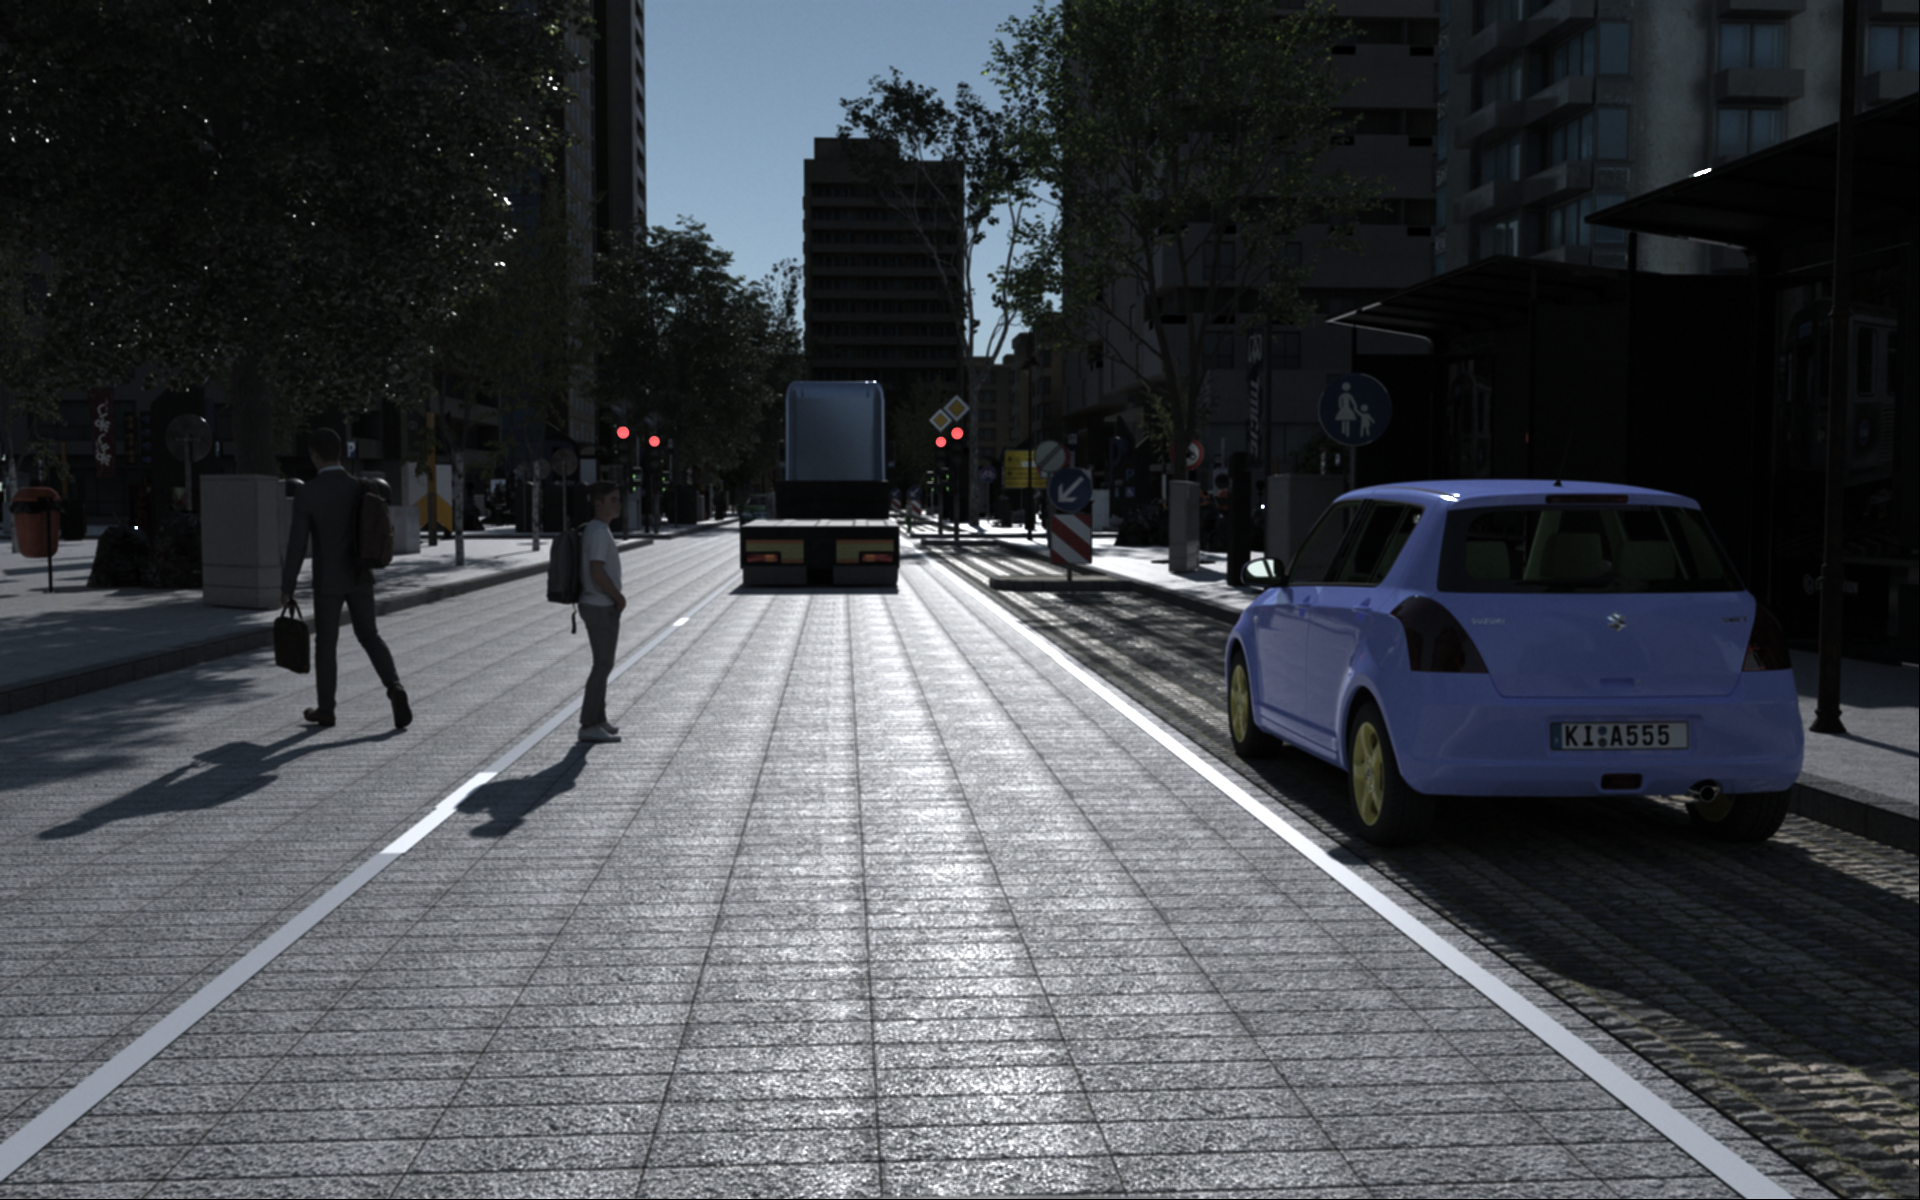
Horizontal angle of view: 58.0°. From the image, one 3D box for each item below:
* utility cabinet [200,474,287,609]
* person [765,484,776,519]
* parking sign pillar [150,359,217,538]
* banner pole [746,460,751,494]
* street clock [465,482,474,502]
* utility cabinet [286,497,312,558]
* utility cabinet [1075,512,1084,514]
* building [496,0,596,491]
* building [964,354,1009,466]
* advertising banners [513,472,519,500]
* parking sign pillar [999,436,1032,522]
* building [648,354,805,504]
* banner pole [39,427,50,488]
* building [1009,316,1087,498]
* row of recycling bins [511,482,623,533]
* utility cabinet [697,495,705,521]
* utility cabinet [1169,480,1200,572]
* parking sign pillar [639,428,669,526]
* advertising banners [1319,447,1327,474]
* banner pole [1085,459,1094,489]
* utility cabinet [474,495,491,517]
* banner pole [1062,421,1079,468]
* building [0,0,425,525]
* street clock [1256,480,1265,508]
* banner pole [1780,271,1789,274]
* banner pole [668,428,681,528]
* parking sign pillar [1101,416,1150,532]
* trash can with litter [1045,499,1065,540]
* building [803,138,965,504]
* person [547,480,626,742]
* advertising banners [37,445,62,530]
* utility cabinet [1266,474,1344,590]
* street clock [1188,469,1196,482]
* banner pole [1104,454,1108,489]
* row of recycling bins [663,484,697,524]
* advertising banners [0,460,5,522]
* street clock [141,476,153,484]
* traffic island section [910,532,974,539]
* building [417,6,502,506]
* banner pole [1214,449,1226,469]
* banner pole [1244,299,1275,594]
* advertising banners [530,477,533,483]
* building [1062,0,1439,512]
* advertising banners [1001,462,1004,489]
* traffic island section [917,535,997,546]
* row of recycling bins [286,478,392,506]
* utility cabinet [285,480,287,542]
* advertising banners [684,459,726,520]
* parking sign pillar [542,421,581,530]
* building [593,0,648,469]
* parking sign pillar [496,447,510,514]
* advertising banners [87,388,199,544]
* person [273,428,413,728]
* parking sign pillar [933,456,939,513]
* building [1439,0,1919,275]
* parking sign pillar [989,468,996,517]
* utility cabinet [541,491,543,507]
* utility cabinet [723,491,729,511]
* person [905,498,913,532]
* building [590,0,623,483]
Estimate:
[{"bbox_3d":[-8.099,-0.663,19.522,1.173,1.500,0.318,3,4,38],"label":"utility cabinet"},{"bbox_3d":[-7.066,-3.455,65.267,0.678,1.792,0.850,1,4,12],"label":"person"},{"bbox_3d":[-15.650,-2.842,34.934,1.447,3.967,1.447,1,4,21],"label":"parking sign pillar"},{"bbox_3d":[-16.317,-8.529,129.471,0.863,3.779,0.401,-3,4,-38],"label":"banner pole"},{"bbox_3d":[-29.485,-6.095,104.219,0.471,2.002,0.358,-3,4,-37],"label":"street clock"},{"bbox_3d":[-13.493,-1.437,34.658,1.020,1.237,0.306,-2,4,-24],"label":"utility cabinet"},{"bbox_3d":[4.806,-3.703,71.702,0.306,1.237,1.020,2,4,33],"label":"utility cabinet"},{"bbox_3d":[-36.870,-29.730,136.193,14.600,45.320,14.200,0,4,-4],"label":"building"},{"bbox_3d":[14.308,-24.464,245.027,28.899,21.520,27.650,0,4,-4],"label":"building"},{"bbox_3d":[-32.398,-7.793,123.605,2.074,3.025,0.090,0,4,3],"label":"advertising banners"},{"bbox_3d":[2.787,-5.643,80.742,1.447,3.967,1.447,2,4,27],"label":"parking sign pillar"},{"bbox_3d":[-36.033,-24.217,240.994,28.899,21.520,27.650,0,4,-4],"label":"building"},{"bbox_3d":[-34.080,-4.560,64.567,0.401,3.779,0.863,0,4,-2],"label":"banner pole"},{"bbox_3d":[20.587,-20.542,180.894,27.650,21.520,28.899,0,4,-4],"label":"building"},{"bbox_3d":[-13.169,-3.133,58.335,3.534,1.692,1.069,-1,4,-12],"label":"row of recycling bins"},{"bbox_3d":[-12.617,-4.348,82.250,1.020,1.237,0.306,2,4,28],"label":"utility cabinet"},{"bbox_3d":[3.719,-1.217,28.584,0.318,1.500,1.173,1,4,18],"label":"utility cabinet"},{"bbox_3d":[-12.633,-5.023,70.592,1.447,3.967,1.447,1,4,14],"label":"parking sign pillar"},{"bbox_3d":[13.966,-4.198,64.817,0.090,3.025,2.074,3,5,44],"label":"advertising banners"},{"bbox_3d":[9.160,-8.153,123.320,0.863,3.779,0.401,0,4,6],"label":"banner pole"},{"bbox_3d":[-27.244,-5.370,98.960,1.020,1.237,0.306,1,4,13],"label":"utility cabinet"},{"bbox_3d":[3.738,-4.253,59.561,0.863,3.779,0.401,-2,4,-32],"label":"banner pole"},{"bbox_3d":[-32.509,-18.623,76.180,14.160,30.474,14.107,0,4,-4],"label":"building"},{"bbox_3d":[15.753,-5.275,90.813,0.471,2.002,0.358,3,5,45],"label":"street clock"},{"bbox_3d":[8.200,-1.676,17.419,0.401,3.779,0.863,1,4,14],"label":"banner pole"},{"bbox_3d":[-10.872,-4.620,65.561,0.401,3.779,0.863,1,4,18],"label":"banner pole"},{"bbox_3d":[5.518,-4.304,58.847,1.447,3.967,1.447,-1,4,-18],"label":"parking sign pillar"},{"bbox_3d":[2.742,-2.198,47.317,0.624,1.170,1.055,-2,4,-23],"label":"trash can with litter"},{"bbox_3d":[-10.644,-37.631,238.974,21.600,48.544,21.300,0,4,-4],"label":"building"},{"bbox_3d":[-2.104,0.062,10.081,0.503,1.515,0.523,3,4,38],"label":"person"},{"bbox_3d":[-32.319,-3.992,61.462,0.090,3.025,2.074,0,4,-8],"label":"advertising banners"},{"bbox_3d":[3.841,-0.650,19.302,0.318,1.500,1.173,3,5,41],"label":"utility cabinet"},{"bbox_3d":[5.140,-2.089,38.732,0.358,2.002,0.471,0,4,1],"label":"street clock"},{"bbox_3d":[9.057,-7.181,107.427,0.401,3.779,0.863,1,4,22],"label":"banner pole"},{"bbox_3d":[-11.991,-4.148,74.937,1.069,1.692,3.534,-1,4,-17],"label":"row of recycling bins"},{"bbox_3d":[-49.079,-5.726,89.808,0.090,3.025,2.074,0,4,5],"label":"advertising banners"},{"bbox_3d":[-31.981,-3.894,68.239,0.471,2.002,0.358,1,4,9],"label":"street clock"},{"bbox_3d":[-0.618,-2.117,56.901,2.009,0.180,2.903,0,4,-4],"label":"traffic island section"},{"bbox_3d":[-41.897,-29.651,108.488,21.300,48.544,21.600,0,4,-4],"label":"building"},{"bbox_3d":[14.445,-6.487,96.073,0.863,3.779,0.401,2,4,31],"label":"banner pole"},{"bbox_3d":[3.896,-1.988,22.514,0.401,3.779,0.863,-1,4,-17],"label":"banner pole"},{"bbox_3d":[-30.018,-7.850,124.531,0.090,3.025,2.074,3,4,36],"label":"advertising banners"},{"bbox_3d":[23.916,-34.413,151.895,28.713,52.752,27.495,0,4,-4],"label":"building"},{"bbox_3d":[2.927,-6.057,95.213,2.074,3.025,0.090,-3,5,-44],"label":"advertising banners"},{"bbox_3d":[-0.075,-1.630,48.934,2.009,0.180,2.903,0,4,-4],"label":"traffic island section"},{"bbox_3d":[-16.621,-2.377,45.975,3.534,1.692,1.069,1,4,20],"label":"row of recycling bins"},{"bbox_3d":[-10.981,-1.097,26.615,1.173,1.500,0.318,0,4,6],"label":"utility cabinet"},{"bbox_3d":[-12.840,-5.562,87.122,2.074,3.025,0.090,0,4,1],"label":"advertising banners"},{"bbox_3d":[-14.401,-4.533,62.585,1.447,3.967,1.447,0,4,-2],"label":"parking sign pillar"},{"bbox_3d":[-47.176,-39.009,179.803,28.212,58.520,21.231,0,4,-4],"label":"building"},{"bbox_3d":[-24.252,-6.331,91.992,1.447,3.967,1.447,0,4,-1],"label":"parking sign pillar"},{"bbox_3d":[-13.396,-1.969,28.388,2.074,3.025,0.090,1,4,15],"label":"advertising banners"},{"bbox_3d":[-3.776,-0.129,10.571,0.822,1.834,0.622,3,4,38],"label":"person"},{"bbox_3d":[-1.542,-7.898,117.606,1.447,3.967,1.447,1,4,8],"label":"parking sign pillar"},{"bbox_3d":[38.455,-28.265,81.749,30.456,49.044,23.786,0,4,-4],"label":"building"},{"bbox_3d":[2.251,-6.682,97.721,1.447,3.967,1.447,1,4,16],"label":"parking sign pillar"},{"bbox_3d":[-27.525,-6.385,113.079,1.173,1.500,0.318,1,4,13],"label":"utility cabinet"},{"bbox_3d":[-17.336,-7.322,128.391,0.318,1.500,1.173,0,4,-2],"label":"utility cabinet"},{"bbox_3d":[-1.898,-3.177,64.699,0.306,1.304,0.590,1,4,17],"label":"person"},{"bbox_3d":[-41.048,-43.724,153.135,20.563,71.187,20.611,0,4,-4],"label":"building"}]
